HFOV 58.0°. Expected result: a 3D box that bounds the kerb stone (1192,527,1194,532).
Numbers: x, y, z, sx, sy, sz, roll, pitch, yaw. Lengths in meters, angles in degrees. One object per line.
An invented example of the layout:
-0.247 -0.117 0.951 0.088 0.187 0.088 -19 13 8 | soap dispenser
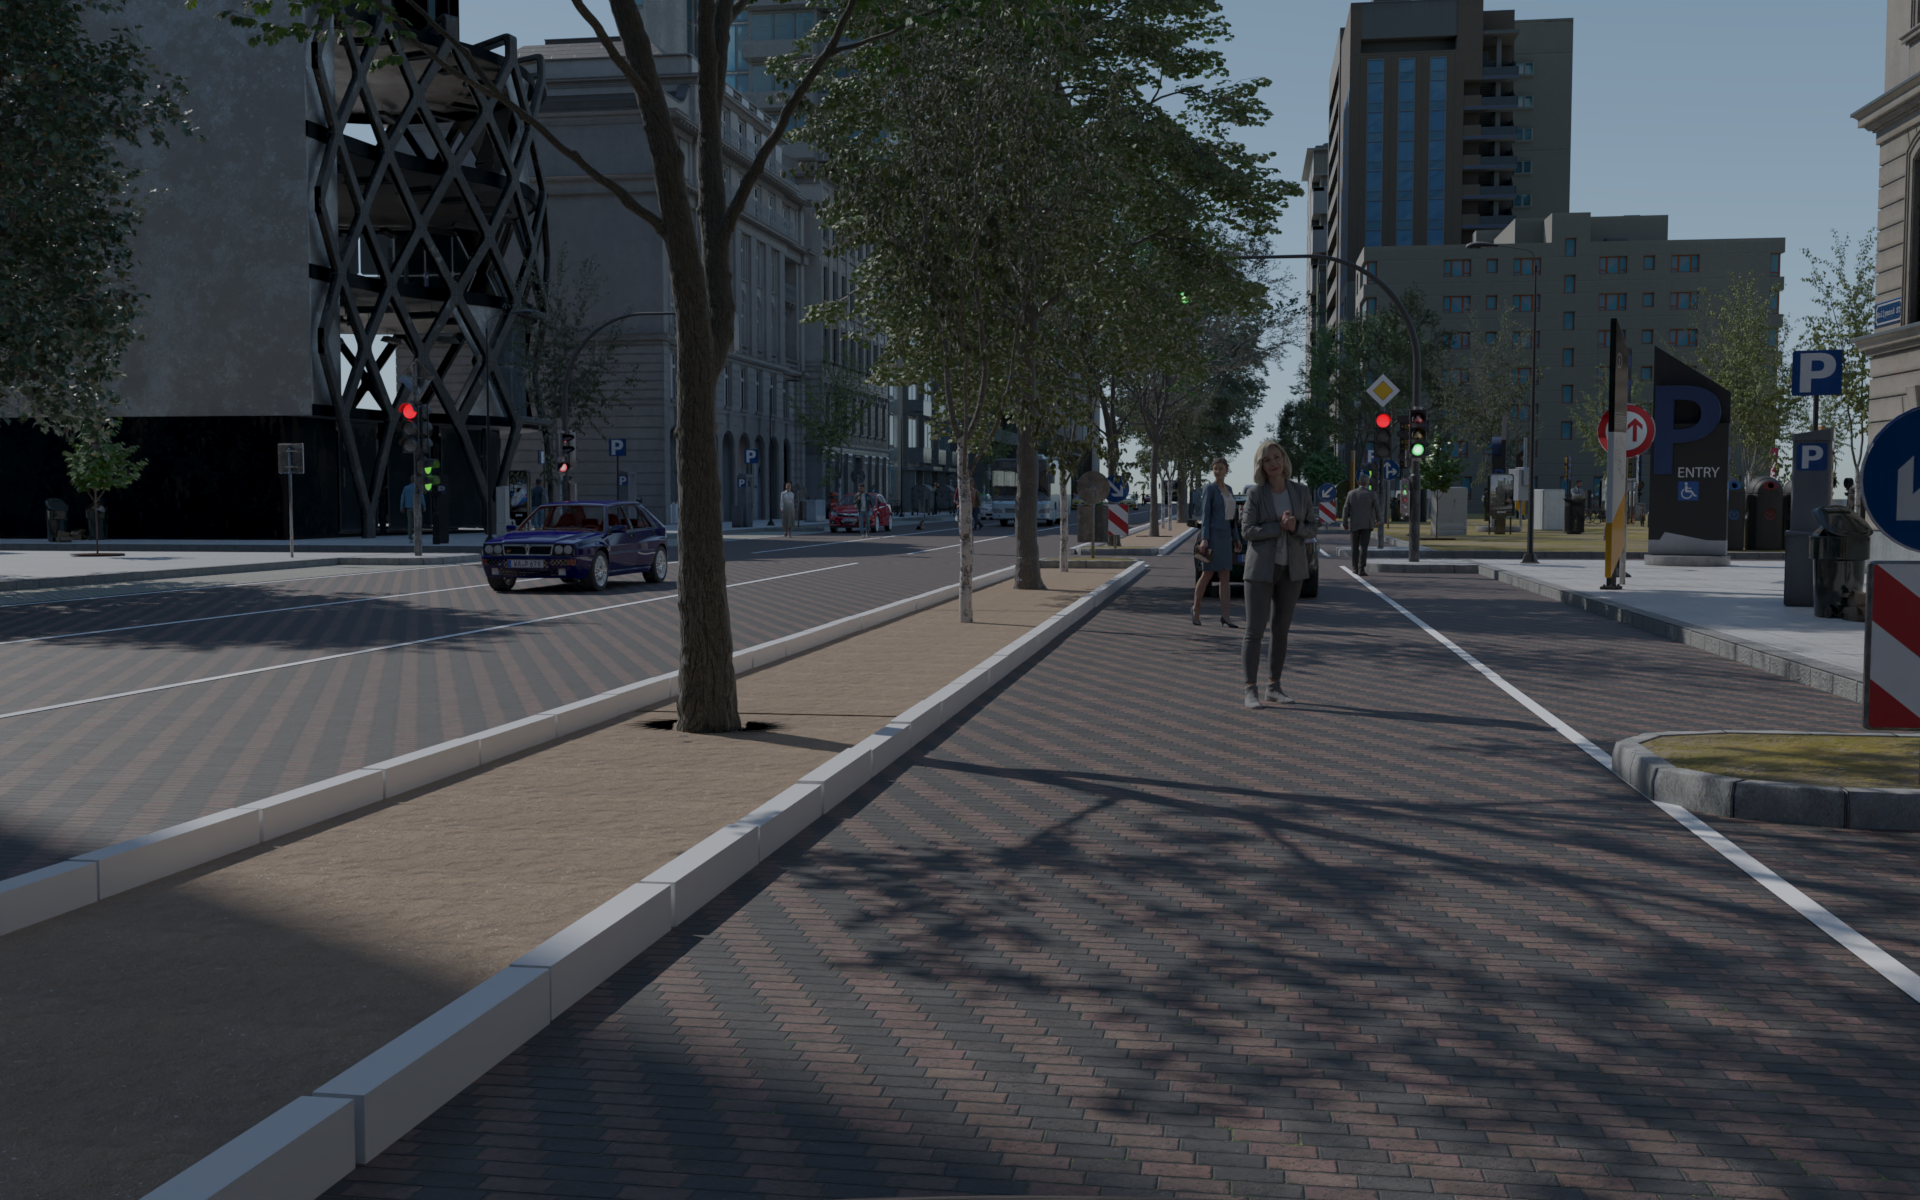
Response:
8.287 -2.464 62.479 0.120 0.150 1.000 1 4 9 | kerb stone

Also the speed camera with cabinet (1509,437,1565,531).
20.228 -4.061 60.735 2.038 3.252 0.660 -1 4 -22 | speed camera with cabinet

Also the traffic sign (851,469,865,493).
-5.111 -5.295 86.672 0.768 2.556 0.104 1 4 11 | traffic sign

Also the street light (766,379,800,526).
-7.134 -5.957 69.933 1.470 5.913 1.316 1 4 9 | street light

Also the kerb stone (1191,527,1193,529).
8.113 -2.401 61.466 0.120 0.150 1.000 1 4 9 | kerb stone

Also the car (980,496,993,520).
2.347 -5.186 97.156 2.083 1.381 4.827 1 4 11 | car

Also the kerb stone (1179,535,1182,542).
6.290 -1.722 50.343 0.120 0.150 1.000 1 4 9 | kerb stone

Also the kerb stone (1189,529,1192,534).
7.792 -2.272 59.439 0.120 0.150 1.000 1 4 9 | kerb stone

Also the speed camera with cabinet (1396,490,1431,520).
22.685 -5.645 86.634 0.660 3.252 2.038 -2 4 -26 | speed camera with cabinet

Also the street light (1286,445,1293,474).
31.358 -11.650 163.011 1.470 5.913 1.316 1 4 9 | street light

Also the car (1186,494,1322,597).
4.336 -0.961 25.492 2.009 1.686 4.222 1 4 8 | car

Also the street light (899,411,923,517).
-2.731 -7.581 96.483 1.470 5.913 1.316 1 4 9 | street light

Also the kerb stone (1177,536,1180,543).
6.126 -1.660 49.332 0.120 0.150 1.000 1 4 9 | kerb stone

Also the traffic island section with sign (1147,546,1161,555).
3.758 -2.029 41.303 2.006 1.907 1.989 1 4 9 | traffic island section with sign

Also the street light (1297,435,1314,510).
27.299 -10.044 136.753 1.470 5.913 1.316 1 4 9 | street light

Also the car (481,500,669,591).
-5.902 -0.874 26.872 1.945 1.354 3.894 1 4 11 | car

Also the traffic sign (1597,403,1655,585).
9.380 -1.489 24.450 0.768 2.556 0.104 1 4 17 | traffic sign

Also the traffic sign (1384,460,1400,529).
15.857 -3.913 64.089 0.768 2.556 0.104 1 4 10 | traffic sign

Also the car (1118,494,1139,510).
14.760 -8.712 152.666 2.015 1.641 3.980 1 4 11 | car

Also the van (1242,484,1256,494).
12.823 -4.111 74.233 2.013 2.044 4.112 1 4 11 | van

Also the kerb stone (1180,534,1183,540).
6.466 -1.784 51.356 0.120 0.150 1.000 1 4 9 | kerb stone

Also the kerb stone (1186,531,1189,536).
7.295 -2.092 56.403 0.120 0.150 1.000 1 4 9 | kerb stone

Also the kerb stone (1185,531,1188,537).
7.131 -2.030 55.394 0.120 0.150 1.000 1 4 9 | kerb stone

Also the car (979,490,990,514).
1.139 -6.204 110.223 1.959 1.807 4.718 1 4 8 | car

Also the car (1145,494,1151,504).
27.962 -14.967 253.747 2.155 1.783 4.494 1 4 9 | car

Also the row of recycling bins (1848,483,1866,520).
28.005 -2.738 51.871 1.069 1.692 3.534 -1 4 -13 | row of recycling bins

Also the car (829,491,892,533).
-3.749 -3.463 65.653 2.155 1.783 4.494 0 4 8 | car

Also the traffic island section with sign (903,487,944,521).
-1.938 -5.167 93.101 1.989 1.847 2.006 1 4 9 | traffic island section with sign

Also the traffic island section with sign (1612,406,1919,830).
4.276 0.020 8.305 1.989 1.847 2.006 1 4 9 | traffic island section with sign

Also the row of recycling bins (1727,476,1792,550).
17.962 -1.991 39.670 3.534 1.692 1.069 0 4 -3 | row of recycling bins

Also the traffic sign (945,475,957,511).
-0.597 -6.971 114.075 0.768 2.556 0.104 1 4 15 | traffic sign

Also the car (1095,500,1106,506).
12.960 -9.612 165.947 1.959 1.807 4.718 1 4 10 | car

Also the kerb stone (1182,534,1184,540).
6.625 -1.845 52.367 0.120 0.150 1.000 1 4 9 | kerb stone

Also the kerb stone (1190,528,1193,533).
7.957 -2.340 60.448 0.120 0.150 1.000 1 4 9 | kerb stone

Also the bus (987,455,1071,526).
3.419 -5.262 80.896 2.948 3.499 13.247 0 4 8 | bus

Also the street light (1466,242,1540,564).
10.019 -3.635 31.981 1.470 5.913 1.316 1 4 9 | street light

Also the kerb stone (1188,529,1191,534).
7.620 -2.216 58.425 0.120 0.150 1.000 1 4 9 | kerb stone

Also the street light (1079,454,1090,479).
14.465 -14.025 201.857 1.470 5.913 1.316 1 4 9 | street light

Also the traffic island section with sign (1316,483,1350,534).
13.262 -3.340 63.230 1.989 1.847 2.006 1 4 9 | traffic island section with sign

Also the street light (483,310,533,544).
-11.447 -4.364 43.885 1.470 5.913 1.316 1 4 9 | street light

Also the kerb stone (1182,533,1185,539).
6.793 -1.907 53.375 0.120 0.150 1.000 1 4 9 | kerb stone

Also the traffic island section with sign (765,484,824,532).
-6.285 -3.539 66.497 1.989 1.847 2.006 1 4 9 | traffic island section with sign

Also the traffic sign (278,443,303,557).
-13.504 -2.008 34.954 0.606 2.300 0.079 1 4 18 | traffic sign

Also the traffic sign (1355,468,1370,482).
19.259 -5.050 82.665 0.768 2.556 0.104 1 4 15 | traffic sign

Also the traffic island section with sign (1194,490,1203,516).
15.883 -6.564 115.460 2.006 1.907 1.989 1 4 9 | traffic island section with sign

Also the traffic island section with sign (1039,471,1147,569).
2.552 -1.581 33.994 2.006 1.907 1.989 1 4 9 | traffic island section with sign

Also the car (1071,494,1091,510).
10.937 -8.904 155.802 2.015 1.641 3.980 1 4 9 | car

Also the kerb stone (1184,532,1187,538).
6.961 -1.969 54.385 0.120 0.150 1.000 1 4 9 | kerb stone

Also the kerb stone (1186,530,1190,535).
7.459 -2.154 57.411 0.120 0.150 1.000 1 4 9 | kerb stone

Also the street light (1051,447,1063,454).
9.607 -12.212 172.214 1.470 5.913 1.316 1 4 9 | street light
